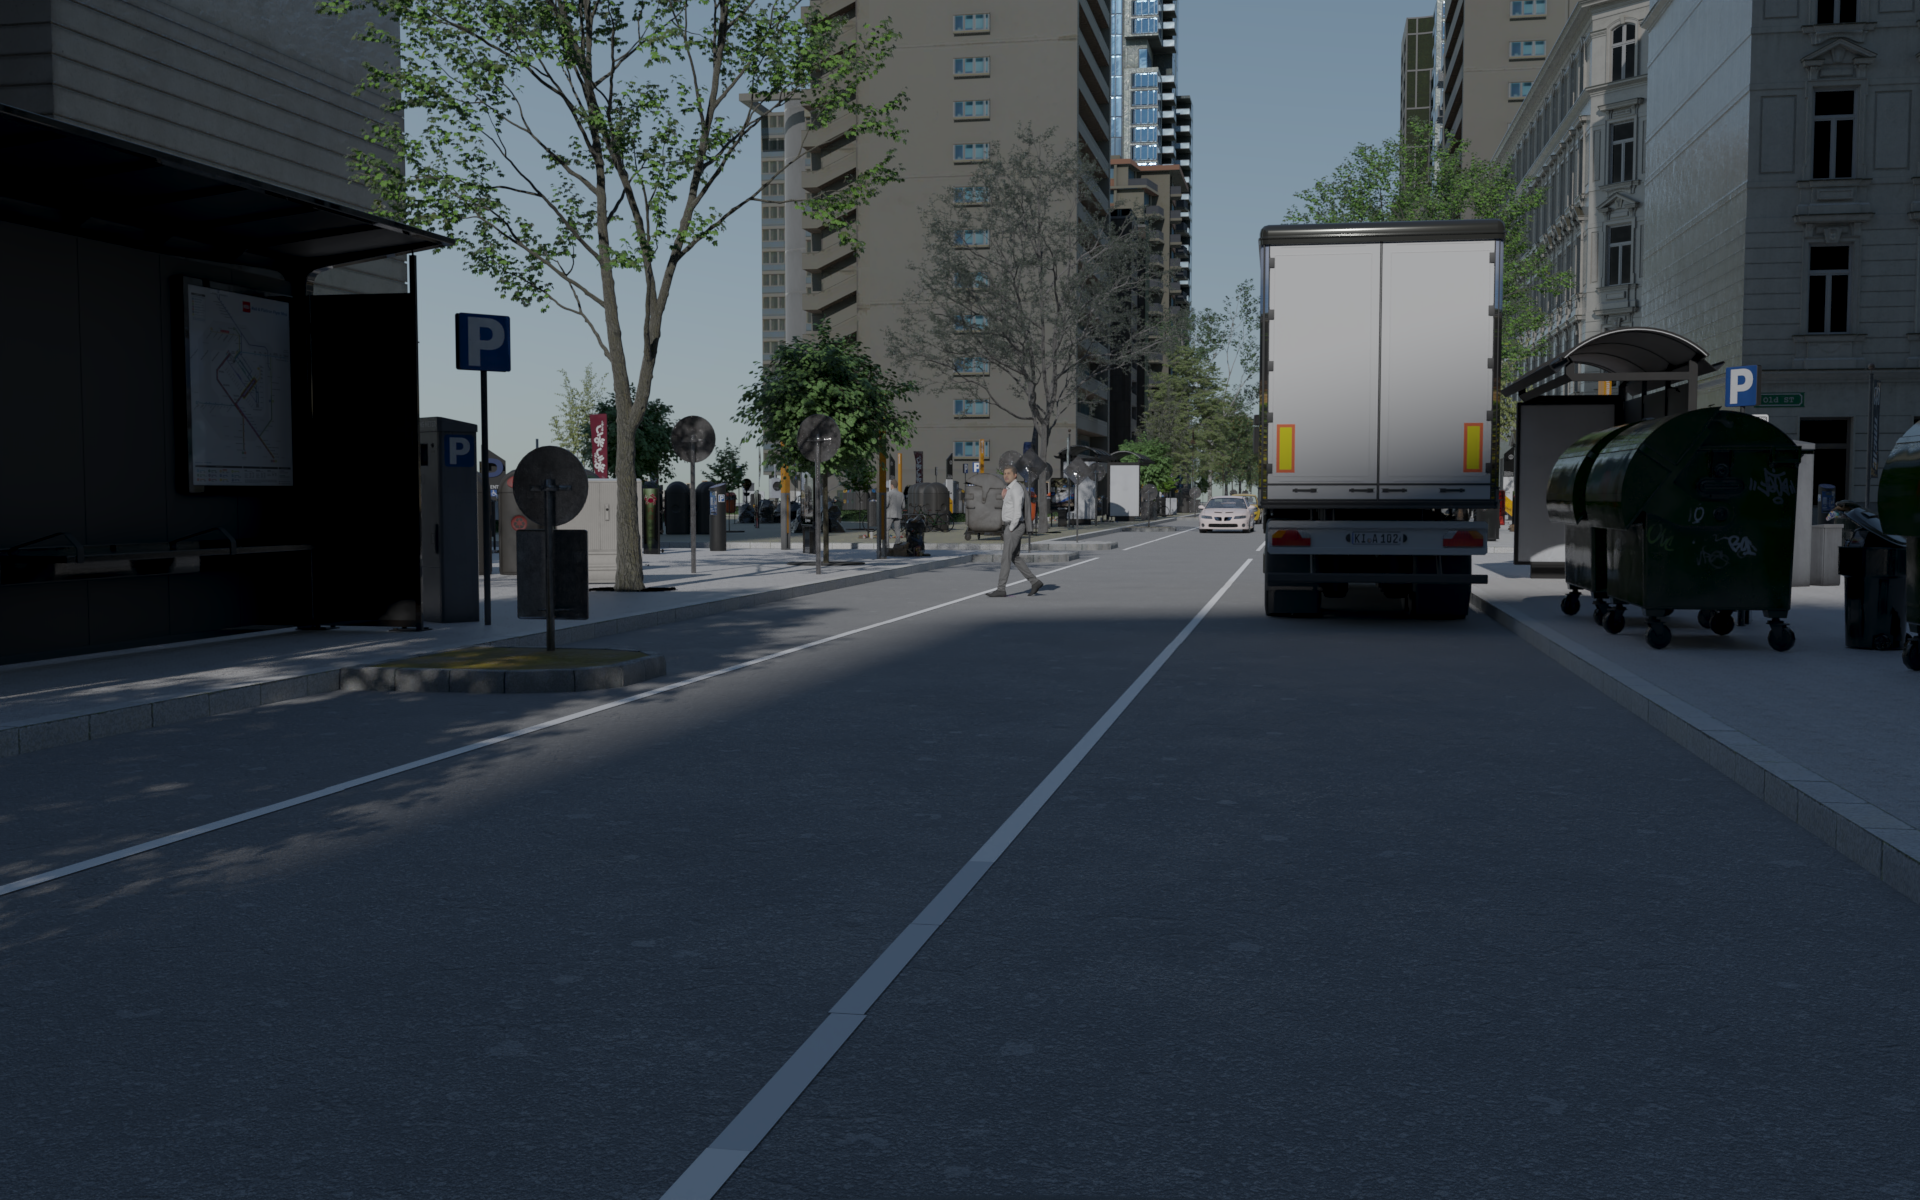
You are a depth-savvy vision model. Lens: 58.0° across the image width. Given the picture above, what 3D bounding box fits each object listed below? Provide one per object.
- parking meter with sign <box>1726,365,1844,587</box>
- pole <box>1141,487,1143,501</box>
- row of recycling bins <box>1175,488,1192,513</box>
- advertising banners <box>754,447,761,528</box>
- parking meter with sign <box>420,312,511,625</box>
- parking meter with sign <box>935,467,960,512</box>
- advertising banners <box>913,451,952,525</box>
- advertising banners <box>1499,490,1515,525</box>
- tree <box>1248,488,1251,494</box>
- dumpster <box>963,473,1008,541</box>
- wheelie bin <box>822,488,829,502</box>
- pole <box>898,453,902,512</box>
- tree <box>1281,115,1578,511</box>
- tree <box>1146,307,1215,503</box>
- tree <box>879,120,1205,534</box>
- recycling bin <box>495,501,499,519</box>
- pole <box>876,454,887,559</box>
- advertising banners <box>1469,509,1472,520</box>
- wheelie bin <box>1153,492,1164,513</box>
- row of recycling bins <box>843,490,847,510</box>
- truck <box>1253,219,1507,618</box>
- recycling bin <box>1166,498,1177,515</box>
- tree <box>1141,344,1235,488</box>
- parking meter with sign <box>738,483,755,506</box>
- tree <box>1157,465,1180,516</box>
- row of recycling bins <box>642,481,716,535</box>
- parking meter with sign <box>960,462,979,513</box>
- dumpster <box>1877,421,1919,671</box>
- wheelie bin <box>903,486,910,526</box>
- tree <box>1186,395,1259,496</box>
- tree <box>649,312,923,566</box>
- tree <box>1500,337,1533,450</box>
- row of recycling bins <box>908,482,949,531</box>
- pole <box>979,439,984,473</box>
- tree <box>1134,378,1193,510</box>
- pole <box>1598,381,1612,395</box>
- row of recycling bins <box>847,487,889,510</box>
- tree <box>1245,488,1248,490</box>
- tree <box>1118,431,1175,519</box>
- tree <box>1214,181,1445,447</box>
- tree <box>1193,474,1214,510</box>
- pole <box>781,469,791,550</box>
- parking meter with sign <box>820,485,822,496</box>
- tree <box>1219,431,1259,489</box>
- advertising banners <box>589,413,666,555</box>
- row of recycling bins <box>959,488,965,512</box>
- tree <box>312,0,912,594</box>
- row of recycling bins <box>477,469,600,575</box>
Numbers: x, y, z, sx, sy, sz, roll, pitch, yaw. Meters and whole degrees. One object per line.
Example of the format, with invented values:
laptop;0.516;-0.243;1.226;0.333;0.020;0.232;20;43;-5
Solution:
parking meter with sign;11.430;-1.694;23.957;1.738;3.016;0.543;-1;4;-22
pole;11.396;-6.973;107.844;0.158;3.312;0.155;0;3;0
row of recycling bins;15.303;-6.805;118.378;1.069;1.692;3.534;0;4;2
advertising banners;-7.609;-4.212;65.048;0.090;3.025;2.074;-1;4;-12
parking meter with sign;-5.188;-1.297;17.467;0.543;3.016;1.738;-3;5;-43
parking meter with sign;-0.448;-6.341;99.929;1.738;3.016;0.543;2;4;24
advertising banners;-1.130;-4.576;71.001;2.074;3.025;0.090;-3;5;-42
advertising banners;22.202;-4.586;71.162;2.074;3.025;0.090;2;4;34
tree;43.107;-18.818;258.041;4.360;8.622;3.978;0;3;0
dumpster;0.830;-2.595;48.189;1.264;1.857;1.865;1;4;11
wheelie bin;-7.090;-4.974;89.227;0.693;1.594;0.980;-1;4;-15
pole;-2.998;-5.681;86.726;0.158;3.312;0.155;0;3;0
tree;13.150;-7.533;48.927;9.928;11.665;9.643;0;3;0
tree;22.969;-18.164;152.867;12.611;20.169;13.585;0;3;0
tree;2.724;-8.942;56.569;12.009;13.543;11.850;0;3;0
recycling bin;-16.826;-3.011;61.790;0.722;1.027;0.722;3;5;43
pole;-1.543;-2.459;34.041;0.158;3.312;0.155;0;3;0
advertising banners;24.314;-5.484;85.847;2.074;3.025;0.090;2;4;23
wheelie bin;13.244;-6.582;115.517;0.980;1.594;0.693;2;4;30
row of recycling bins;-6.747;-6.328;110.575;1.069;1.692;3.534;-1;4;-15
truck;5.327;-2.107;23.371;2.839;4.237;11.283;1;4;10
recycling bin;13.015;-5.809;107.533;0.722;1.027;0.722;-1;4;-10
tree;17.334;-13.045;131.418;7.486;12.596;7.792;0;3;0
parking meter with sign;-13.275;-6.889;108.904;0.543;3.016;1.738;3;5;41
tree;11.995;-6.569;102.011;1.663;3.219;1.824;0;3;0
row of recycling bins;-9.379;-2.937;55.130;3.534;1.692;1.069;0;4;2
parking meter with sign;0.683;-5.997;94.310;0.543;3.016;1.738;1;4;20
dumpster;7.279;-0.560;11.645;1.502;2.255;1.985;1;4;11
wheelie bin;-1.867;-3.717;68.686;0.980;1.594;0.693;-2;4;-34
tree;29.841;-16.957;194.256;9.611;12.733;9.660;0;3;0
tree;-2.516;-2.924;31.525;4.285;4.588;4.351;0;3;0
tree;23.172;-7.690;76.095;4.737;8.622;4.395;0;3;0
row of recycling bins;-1.183;-3.347;61.836;1.069;1.692;3.534;-1;4;-13
pole;0.800;-4.321;64.492;0.158;3.312;0.155;0;3;0
tree;12.818;-9.789;110.406;4.360;8.622;3.978;0;3;0
pole;10.937;-2.178;29.461;0.158;3.312;0.155;0;3;0
row of recycling bins;-5.278;-6.050;106.034;1.069;1.692;3.534;2;4;33
tree;45.575;-19.598;270.780;4.737;8.622;4.395;0;3;0
tree;9.665;-6.510;90.157;4.285;4.588;4.351;0;3;0
tree;24.154;-15.316;106.305;12.611;20.169;13.585;0;3;0
tree;20.164;-9.144;144.104;1.663;3.219;1.824;0;3;0
pole;-4.003;-2.805;39.697;0.158;3.312;0.155;0;3;0
parking meter with sign;-6.662;-5.148;80.436;0.543;3.016;1.738;1;4;15
tree;33.898;-17.113;214.203;8.767;10.594;7.601;2;4;30
advertising banners;-7.171;-2.505;37.149;2.074;3.025;0.090;2;4;32
row of recycling bins;1.047;-6.733;117.191;3.534;1.692;1.069;-2;4;-28
tree;-4.285;-5.930;22.707;9.928;11.665;9.643;0;3;0
row of recycling bins;-7.441;-1.252;27.585;3.534;1.692;1.069;-1;4;-13
